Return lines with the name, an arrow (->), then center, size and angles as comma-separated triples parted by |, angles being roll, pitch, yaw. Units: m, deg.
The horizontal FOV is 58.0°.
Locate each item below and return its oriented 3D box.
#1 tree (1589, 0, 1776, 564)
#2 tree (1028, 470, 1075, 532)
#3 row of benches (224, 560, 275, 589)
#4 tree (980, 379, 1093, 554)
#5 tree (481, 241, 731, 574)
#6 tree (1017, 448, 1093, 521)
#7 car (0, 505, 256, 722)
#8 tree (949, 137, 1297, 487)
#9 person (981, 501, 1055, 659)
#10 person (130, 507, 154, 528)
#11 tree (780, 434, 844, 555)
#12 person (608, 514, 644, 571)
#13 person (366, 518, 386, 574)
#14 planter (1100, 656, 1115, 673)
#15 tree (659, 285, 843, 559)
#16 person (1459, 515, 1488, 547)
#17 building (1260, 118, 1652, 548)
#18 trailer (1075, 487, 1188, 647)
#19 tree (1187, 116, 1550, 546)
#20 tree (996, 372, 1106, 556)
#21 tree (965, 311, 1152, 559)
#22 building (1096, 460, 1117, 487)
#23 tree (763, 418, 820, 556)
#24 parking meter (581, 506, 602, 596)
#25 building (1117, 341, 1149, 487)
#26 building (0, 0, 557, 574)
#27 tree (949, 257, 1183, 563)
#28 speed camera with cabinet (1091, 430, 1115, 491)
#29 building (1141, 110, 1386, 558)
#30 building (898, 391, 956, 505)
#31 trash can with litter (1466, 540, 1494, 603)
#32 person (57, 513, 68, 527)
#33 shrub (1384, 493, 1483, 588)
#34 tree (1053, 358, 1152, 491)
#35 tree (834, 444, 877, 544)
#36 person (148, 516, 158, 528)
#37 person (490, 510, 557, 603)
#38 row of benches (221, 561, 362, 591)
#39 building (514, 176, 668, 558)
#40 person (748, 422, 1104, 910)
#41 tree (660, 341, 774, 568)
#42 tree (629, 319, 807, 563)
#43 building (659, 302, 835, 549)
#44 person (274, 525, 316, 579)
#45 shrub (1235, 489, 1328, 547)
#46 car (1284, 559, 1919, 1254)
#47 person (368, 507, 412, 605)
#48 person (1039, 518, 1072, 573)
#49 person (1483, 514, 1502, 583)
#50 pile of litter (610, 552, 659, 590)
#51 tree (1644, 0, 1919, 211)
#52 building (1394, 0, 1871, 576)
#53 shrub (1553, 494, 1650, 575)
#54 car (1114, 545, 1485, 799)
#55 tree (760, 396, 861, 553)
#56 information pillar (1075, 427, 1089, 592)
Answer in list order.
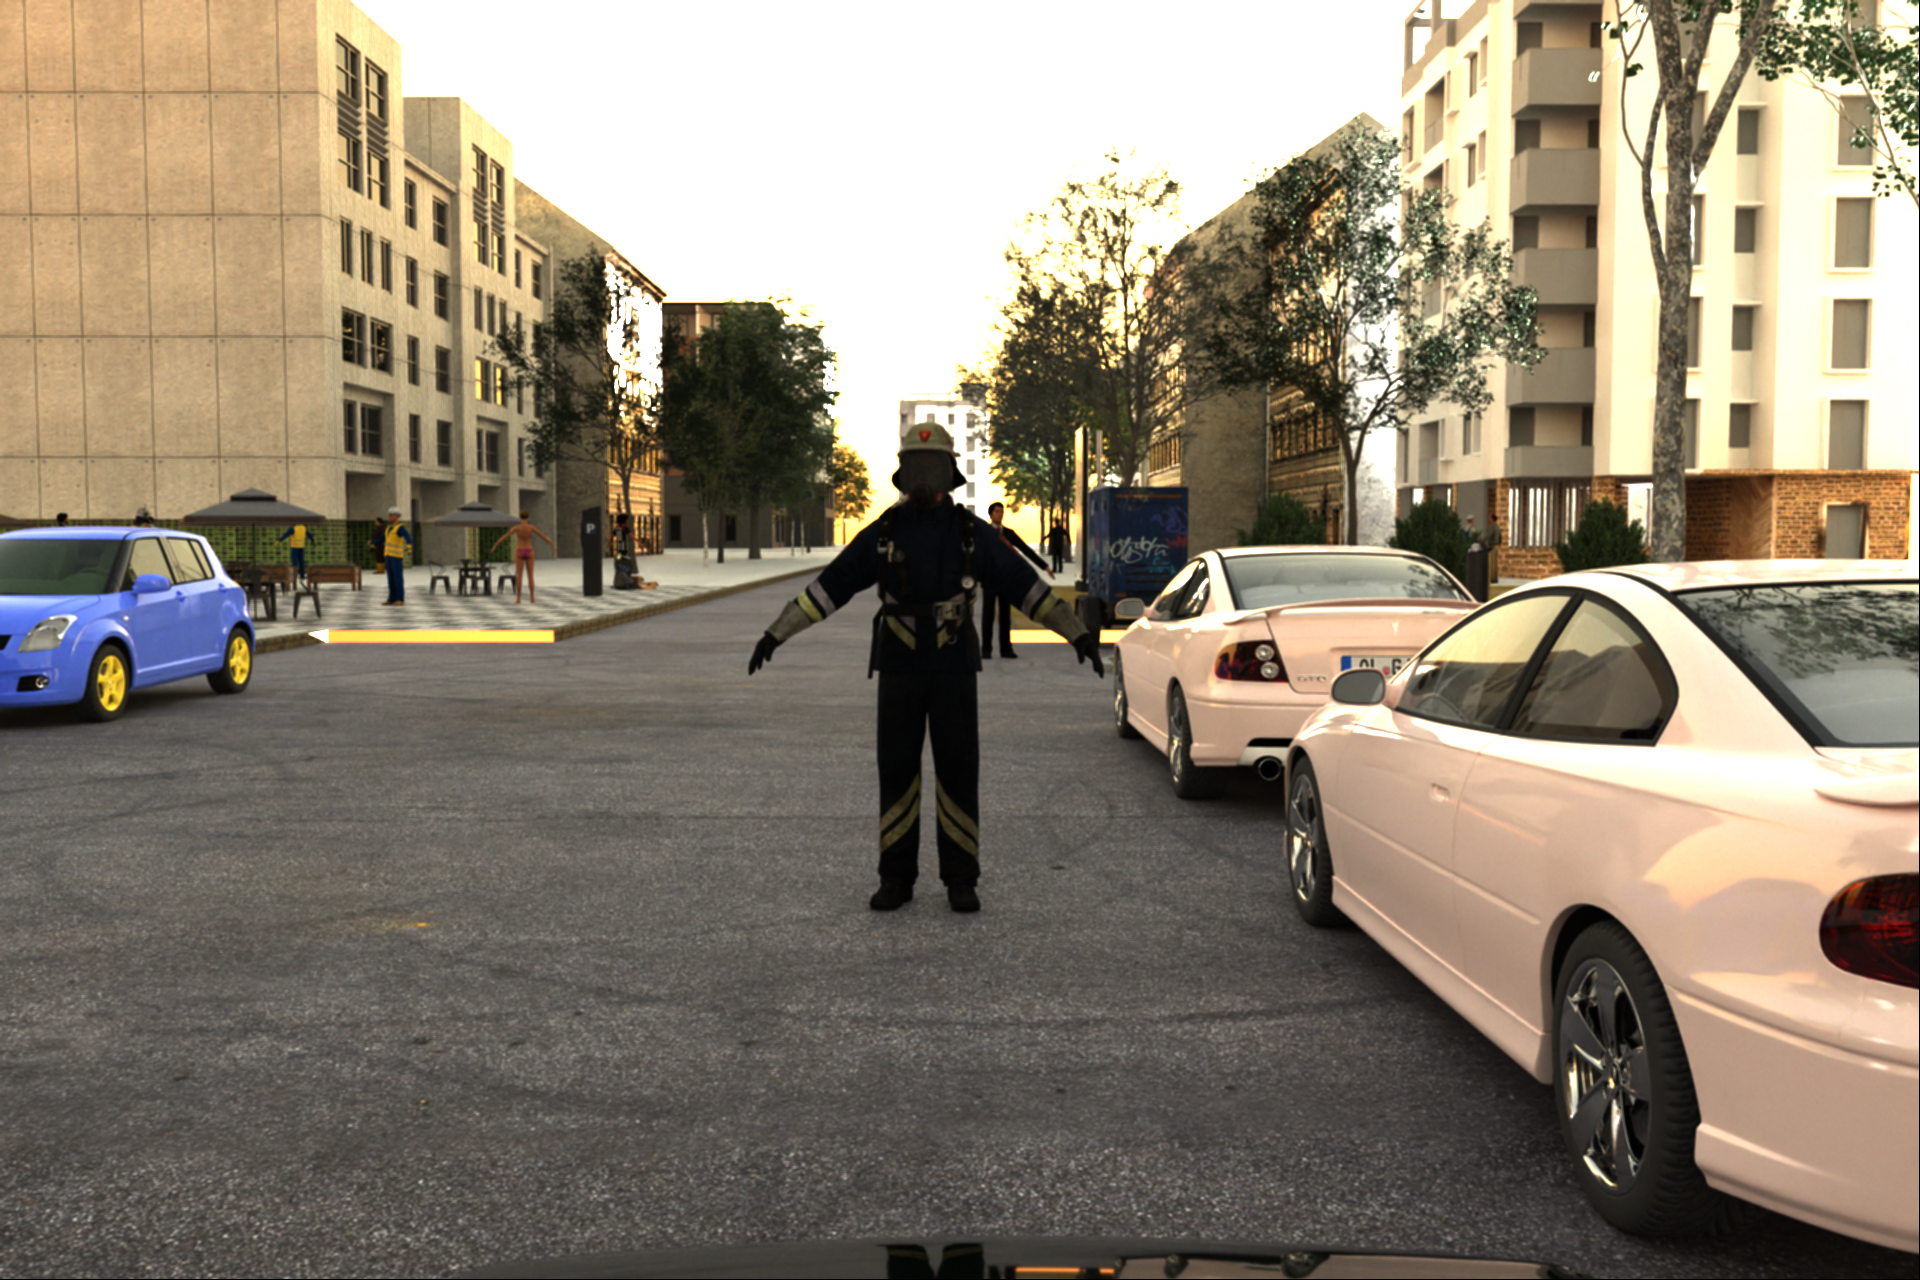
tree -> 10.083, -10.053, 20.260 | 12.611, 20.169, 13.585 | 0, 3, 0
tree -> 5.913, -10.492, 121.905 | 4.737, 8.622, 4.395 | 0, 3, 0
row of benches -> -18.192, -1.552, 40.840 | 4.104, 0.672, 1.422 | 1, 4, 11
tree -> 4.979, -11.892, 112.563 | 7.486, 12.596, 7.792 | 0, 3, 0
tree -> -10.813, -7.411, 55.578 | 7.601, 10.594, 8.767 | 1, 4, 21
tree -> 11.930, -18.648, 215.260 | 12.009, 13.543, 11.850 | 0, 3, 0
car -> -7.307, -0.288, 14.304 | 1.945, 1.707, 3.694 | 0, 4, 0
tree -> 5.149, -8.743, 53.322 | 12.009, 13.543, 11.850 | 0, 3, 0
person -> 0.435, -0.694, 19.993 | 1.347, 1.806, 0.705 | -1, 4, -18
person -> -17.355, -1.901, 36.851 | 1.354, 1.858, 0.705 | 1, 4, 22
tree -> -9.976, -9.621, 107.672 | 4.360, 8.622, 3.978 | 0, 3, 0
person -> -8.971, -2.453, 46.249 | 1.345, 1.843, 0.704 | 3, 4, 37
person -> -18.724, -3.037, 55.799 | 0.704, 1.812, 1.346 | 0, 4, 6
planter -> 2.474, 0.166, 18.432 | 1.991, 0.319, 1.994 | 0, 4, 0
tree -> -10.666, -11.137, 88.741 | 9.857, 13.997, 8.962 | 0, 3, 0
person -> 14.957, -2.743, 50.706 | 0.705, 1.847, 1.347 | -1, 4, -22
building -> 25.079, -15.232, 79.966 | 19.493, 23.208, 18.063 | 0, 4, 0
trailer -> 2.244, -0.971, 22.925 | 1.471, 1.999, 3.904 | 0, 4, -1
tree -> 8.826, -6.331, 37.926 | 8.767, 10.594, 7.601 | 2, 4, 33
tree -> 5.558, -10.838, 102.961 | 9.928, 11.665, 9.643 | 0, 3, 0
tree -> 5.322, -11.016, 90.476 | 12.009, 13.543, 11.850 | 0, 3, 0
building -> 20.924, -15.453, 194.808 | 9.099, 9.664, 28.070 | 0, 4, 0
tree -> -9.654, -9.185, 100.537 | 4.360, 8.622, 3.978 | 0, 3, 0
parking meter -> -7.664, -1.854, 36.023 | 0.399, 1.863, 0.255 | 0, 4, 1
building -> 24.488, -18.095, 162.314 | 16.747, 18.905, 31.486 | 0, 4, 0
building -> -28.511, -12.468, 70.314 | 16.747, 18.905, 31.486 | 0, 4, 0
tree -> 4.713, -10.190, 76.974 | 12.009, 13.543, 11.850 | 0, 3, 0
speed camera with cabinet -> 2.856, -2.327, 32.379 | 0.660, 3.252, 2.038 | 0, 4, -1
building -> 20.968, -16.423, 99.443 | 19.493, 23.208, 18.063 | 0, 4, 0
building -> -7.590, -22.153, 221.077 | 11.380, 20.090, 16.016 | 0, 4, 7
trash can with litter -> 5.785, -0.504, 19.304 | 1.678, 1.210, 2.233 | 0, 4, 0
person -> -19.465, -1.901, 37.802 | 1.216, 1.740, 0.721 | 3, 4, 37
shrub -> 8.527, -1.639, 31.223 | 1.690, 2.028, 1.600 | 0, 3, 0
tree -> 5.717, -7.162, 67.462 | 4.737, 8.622, 4.395 | 0, 3, 0
tree -> -14.116, -18.273, 216.890 | 7.486, 12.596, 7.792 | 0, 3, 0
person -> -23.916, -2.751, 51.158 | 1.347, 1.806, 0.705 | -2, 4, -31
person -> -8.104, -1.554, 32.219 | 1.217, 1.733, 0.721 | -1, 4, -19
row of benches -> -15.557, -1.452, 39.210 | 4.104, 0.672, 1.422 | 0, 4, -6
building -> -27.993, -16.458, 100.010 | 19.493, 23.208, 18.063 | 0, 4, -1
person -> -0.126, 0.098, 6.630 | 1.354, 1.856, 0.705 | 0, 4, 6
tree -> -9.806, -7.057, 65.747 | 4.360, 8.622, 3.978 | 0, 3, 0
tree -> -10.656, -8.662, 76.042 | 8.767, 10.594, 7.601 | 0, 4, 5
building -> -27.233, -19.873, 168.891 | 27.936, 21.610, 32.646 | 0, 4, 0
person -> -18.942, -2.661, 49.473 | 0.705, 1.833, 1.349 | 2, 4, 33
shrub -> 5.680, -1.620, 30.521 | 1.661, 2.075, 1.752 | 0, 3, 0
car -> 2.213, 0.454, 4.933 | 2.083, 1.381, 4.827 | 0, 4, -1
person -> -10.245, -1.511, 31.173 | 1.216, 1.772, 0.721 | 3, 4, 36
person -> 3.199, -3.121, 57.258 | 1.346, 1.802, 0.704 | -2, 4, -33
person -> 13.900, -2.384, 45.248 | 0.705, 1.796, 1.348 | 3, 4, 39
pile of litter -> -7.637, -1.625, 40.533 | 1.176, 0.858, 1.719 | 0, 4, -1
tree -> 21.976, -11.226, 39.431 | 12.611, 20.169, 13.585 | 0, 3, 0
building -> 20.928, -12.533, 61.331 | 16.016, 20.090, 11.380 | 0, 4, 0
shrub -> 11.965, -1.703, 32.270 | 1.690, 2.028, 1.600 | 0, 3, 0
car -> 2.060, 0.099, 10.751 | 2.083, 1.381, 4.827 | 0, 4, -1
tree -> -10.528, -11.192, 117.398 | 8.767, 10.594, 7.601 | 2, 4, 32
information pillar -> 2.740, -2.909, 38.871 | 0.184, 3.620, 1.656 | 0, 4, -1
